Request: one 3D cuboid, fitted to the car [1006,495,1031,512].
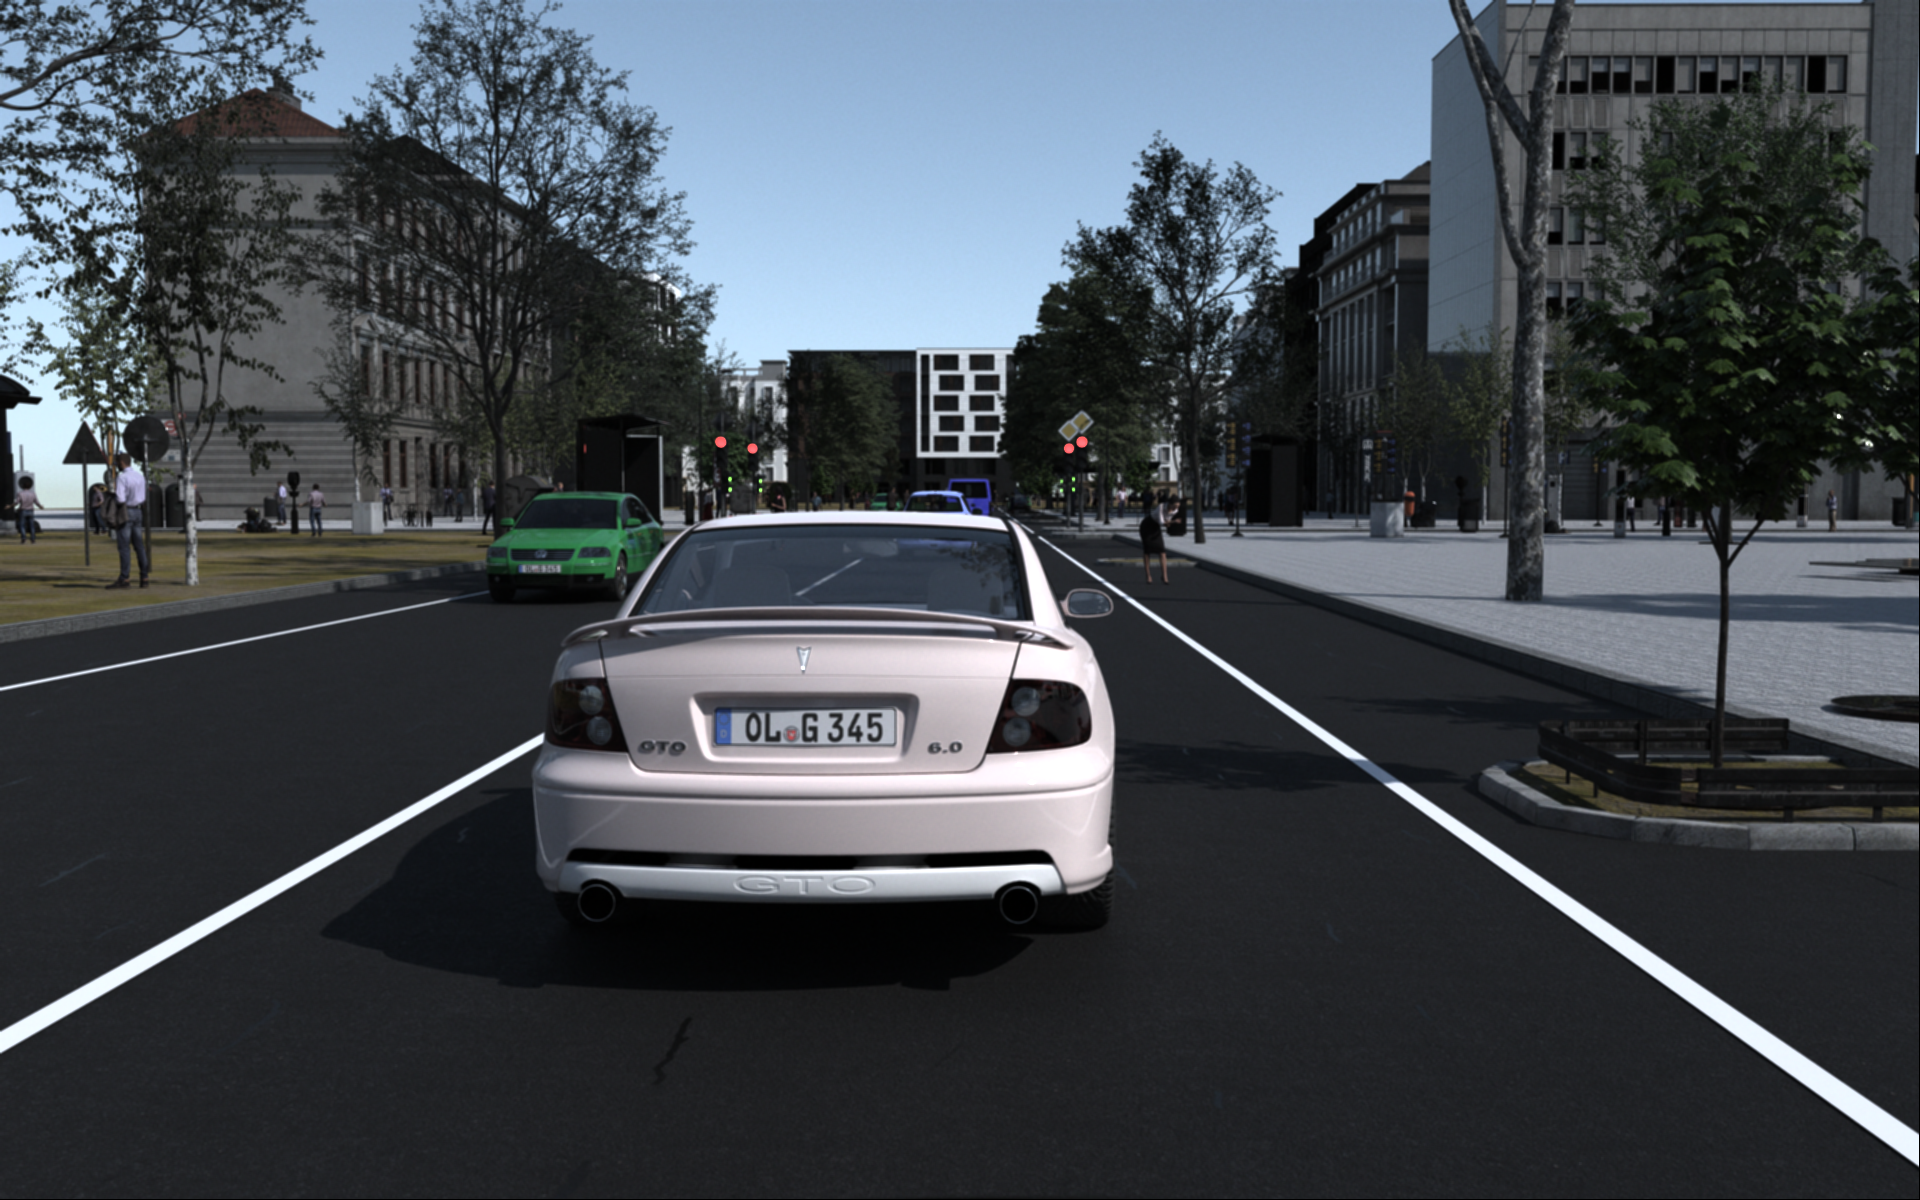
[{"bbox_3d":[4.661,-7.881,137.646,1.959,1.807,4.718,0,4,-1],"label":"car"}]

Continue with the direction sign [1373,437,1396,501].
[{"bbox_3d":[16.713,-4.664,68.248,0.876,3.537,0.379,0,4,5],"label":"direction sign"}]

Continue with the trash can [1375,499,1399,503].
[{"bbox_3d":[13.034,-2.521,52.875,0.748,1.137,0.748,0,3,0],"label":"trash can"}]

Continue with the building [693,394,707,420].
[{"bbox_3d":[-51.634,-23.568,251.789,31.486,18.905,16.747,0,4,1],"label":"building"}]

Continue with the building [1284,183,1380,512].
[{"bbox_3d":[32.206,-18.483,131.881,12.332,23.373,15.834,0,4,1],"label":"building"}]

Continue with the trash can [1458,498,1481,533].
[{"bbox_3d":[16.832,-2.789,57.250,0.748,1.137,0.748,0,3,0],"label":"trash can"}]

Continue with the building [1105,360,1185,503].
[{"bbox_3d":[25.473,-24.079,250.103,11.380,20.091,16.016,0,4,1],"label":"building"}]

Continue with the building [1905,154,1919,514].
[{"bbox_3d":[53.876,-13.667,90.912,16.811,18.784,16.820,0,4,1],"label":"building"}]

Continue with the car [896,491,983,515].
[{"bbox_3d":[-0.483,-1.753,38.261,1.945,1.707,3.694,0,4,2],"label":"car"}]

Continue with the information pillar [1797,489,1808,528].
[{"bbox_3d":[32.170,-3.770,66.131,0.304,2.012,0.304,3,5,40],"label":"information pillar"}]

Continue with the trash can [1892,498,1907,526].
[{"bbox_3d":[37.581,-3.518,69.167,0.748,1.137,0.748,0,3,0],"label":"trash can"}]

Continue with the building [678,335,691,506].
[{"bbox_3d":[-36.503,-19.722,178.871,16.016,20.091,11.380,0,4,1],"label":"building"}]

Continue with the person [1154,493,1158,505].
[{"bbox_3d":[22.943,-11.858,203.152,0.421,1.427,0.697,3,4,37],"label":"person"}]

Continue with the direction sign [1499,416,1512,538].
[{"bbox_3d":[16.013,-3.593,50.747,0.379,3.537,0.876,3,5,39],"label":"direction sign"}]

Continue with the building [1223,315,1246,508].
[{"bbox_3d":[33.652,-18.672,161.700,16.016,20.091,11.380,0,4,1],"label":"building"}]

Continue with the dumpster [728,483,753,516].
[{"bbox_3d":[-11.640,-5.293,92.301,1.264,1.857,1.865,0,4,1],"label":"dumpster"}]

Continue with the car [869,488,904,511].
[{"bbox_3d":[-4.298,-5.685,101.742,1.959,1.807,4.718,0,4,2],"label":"car"}]

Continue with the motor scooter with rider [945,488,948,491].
[{"bbox_3d":[-0.558,-4.597,84.124,0.876,1.779,1.986,0,4,0],"label":"motor scooter with rider"}]

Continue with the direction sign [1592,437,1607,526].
[{"bbox_3d":[25.513,-4.719,69.148,0.876,3.537,0.379,-2,4,-33],"label":"direction sign"}]

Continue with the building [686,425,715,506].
[{"bbox_3d":[-41.878,-15.366,193.386,28.070,9.664,9.099,0,4,1],"label":"building"}]

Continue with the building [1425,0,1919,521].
[{"bbox_3d":[35.481,-16.546,88.551,19.932,24.808,12.078,0,4,1],"label":"building"}]

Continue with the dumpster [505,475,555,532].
[{"bbox_3d":[-13.476,-2.955,54.071,1.264,1.857,1.865,0,4,1],"label":"dumpster"}]

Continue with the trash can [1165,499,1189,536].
[{"bbox_3d":[6.588,-2.508,52.654,0.748,1.137,0.748,0,3,0],"label":"trash can"}]

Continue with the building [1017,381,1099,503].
[{"bbox_3d":[14.100,-24.122,250.813,11.380,20.091,16.016,0,4,1],"label":"building"}]

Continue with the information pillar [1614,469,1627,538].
[{"bbox_3d":[19.352,-2.828,50.728,0.304,2.012,0.304,2,4,27],"label":"information pillar"}]

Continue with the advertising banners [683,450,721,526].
[{"bbox_3d":[-10.374,-4.510,69.922,2.074,3.025,0.090,2,4,32],"label":"advertising banners"}]

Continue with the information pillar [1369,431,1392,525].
[{"bbox_3d":[17.238,-4.980,70.799,0.750,3.857,0.750,0,4,-2],"label":"information pillar"}]

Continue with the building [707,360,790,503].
[{"bbox_3d":[-30.208,-24.131,250.968,11.380,20.091,16.016,0,4,1],"label":"building"}]

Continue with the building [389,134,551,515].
[{"bbox_3d":[-34.143,-17.460,114.348,11.050,23.489,19.941,0,4,1],"label":"building"}]

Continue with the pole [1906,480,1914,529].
[{"bbox_3d":[35.216,-4.301,64.161,0.158,3.312,0.155,0,3,0],"label":"pole"}]

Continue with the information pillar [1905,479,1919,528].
[{"bbox_3d":[36.543,-4.674,65.803,0.750,3.857,0.750,0,4,3],"label":"information pillar"}]

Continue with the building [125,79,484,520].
[{"bbox_3d":[-34.462,-15.762,93.869,11.583,22.565,21.152,0,4,1],"label":"building"}]

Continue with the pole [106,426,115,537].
[{"bbox_3d":[-25.281,-3.532,51.589,0.158,3.312,0.155,0,3,0],"label":"pole"}]

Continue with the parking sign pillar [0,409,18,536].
[{"bbox_3d":[-30.012,-3.981,53.559,1.447,3.967,1.447,0,4,4],"label":"parking sign pillar"}]

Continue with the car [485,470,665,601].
[{"bbox_3d":[-5.362,-0.963,24.541,1.959,1.807,4.718,0,4,1],"label":"car"}]

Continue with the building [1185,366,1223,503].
[{"bbox_3d":[37.024,-24.077,250.070,11.380,20.091,16.016,0,4,1],"label":"building"}]

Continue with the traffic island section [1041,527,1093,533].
[{"bbox_3d":[4.085,-2.610,64.946,2.009,0.180,2.903,0,4,1],"label":"traffic island section"}]

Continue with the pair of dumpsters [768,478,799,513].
[{"bbox_3d":[-10.771,-6.296,105.432,1.574,2.255,4.436,0,4,1],"label":"pair of dumpsters"}]

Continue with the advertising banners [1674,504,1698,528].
[{"bbox_3d":[27.665,-4.306,66.588,0.090,3.025,2.074,-1,4,-15],"label":"advertising banners"}]

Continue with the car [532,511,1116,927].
[{"bbox_3d":[-0.380,0.320,7.131,2.083,1.381,4.827,0,4,1],"label":"car"}]

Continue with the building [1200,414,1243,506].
[{"bbox_3d":[31.437,-14.696,182.421,9.099,9.664,28.070,0,4,1],"label":"building"}]

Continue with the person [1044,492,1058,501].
[{"bbox_3d":[7.985,-8.867,151.733,1.217,1.735,0.721,1,4,14],"label":"person"}]

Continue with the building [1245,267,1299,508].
[{"bbox_3d":[33.868,-17.952,149.940,16.016,20.091,11.380,0,4,1],"label":"building"}]

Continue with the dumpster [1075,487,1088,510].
[{"bbox_3d":[9.358,-7.922,135.289,1.264,1.857,1.865,0,4,1],"label":"dumpster"}]

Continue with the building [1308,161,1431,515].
[{"bbox_3d":[31.301,-16.512,111.765,13.314,21.916,24.055,0,4,1],"label":"building"}]

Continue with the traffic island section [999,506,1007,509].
[{"bbox_3d":[5.389,-10.449,193.704,1.991,0.108,1.994,0,4,1],"label":"traffic island section"}]

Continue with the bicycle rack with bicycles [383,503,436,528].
[{"bbox_3d":[-21.654,-3.290,67.179,2.852,0.926,2.925,-1,4,-18],"label":"bicycle rack with bicycles"}]

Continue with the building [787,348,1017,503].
[{"bbox_3d":[-8.135,-25.240,256.650,32.646,21.610,27.936,0,4,1],"label":"building"}]

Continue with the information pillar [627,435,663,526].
[{"bbox_3d":[-12.639,-4.786,69.568,0.184,3.620,1.656,3,5,42],"label":"information pillar"}]

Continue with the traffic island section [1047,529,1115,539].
[{"bbox_3d":[4.004,-2.121,56.962,2.009,0.180,2.903,0,4,1],"label":"traffic island section"}]

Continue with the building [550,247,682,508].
[{"bbox_3d":[-41.872,-19.140,156.906,27.936,21.610,32.646,0,4,1],"label":"building"}]

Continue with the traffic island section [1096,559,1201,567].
[{"bbox_3d":[3.779,-0.753,35.177,1.991,0.108,1.994,0,4,1],"label":"traffic island section"}]
